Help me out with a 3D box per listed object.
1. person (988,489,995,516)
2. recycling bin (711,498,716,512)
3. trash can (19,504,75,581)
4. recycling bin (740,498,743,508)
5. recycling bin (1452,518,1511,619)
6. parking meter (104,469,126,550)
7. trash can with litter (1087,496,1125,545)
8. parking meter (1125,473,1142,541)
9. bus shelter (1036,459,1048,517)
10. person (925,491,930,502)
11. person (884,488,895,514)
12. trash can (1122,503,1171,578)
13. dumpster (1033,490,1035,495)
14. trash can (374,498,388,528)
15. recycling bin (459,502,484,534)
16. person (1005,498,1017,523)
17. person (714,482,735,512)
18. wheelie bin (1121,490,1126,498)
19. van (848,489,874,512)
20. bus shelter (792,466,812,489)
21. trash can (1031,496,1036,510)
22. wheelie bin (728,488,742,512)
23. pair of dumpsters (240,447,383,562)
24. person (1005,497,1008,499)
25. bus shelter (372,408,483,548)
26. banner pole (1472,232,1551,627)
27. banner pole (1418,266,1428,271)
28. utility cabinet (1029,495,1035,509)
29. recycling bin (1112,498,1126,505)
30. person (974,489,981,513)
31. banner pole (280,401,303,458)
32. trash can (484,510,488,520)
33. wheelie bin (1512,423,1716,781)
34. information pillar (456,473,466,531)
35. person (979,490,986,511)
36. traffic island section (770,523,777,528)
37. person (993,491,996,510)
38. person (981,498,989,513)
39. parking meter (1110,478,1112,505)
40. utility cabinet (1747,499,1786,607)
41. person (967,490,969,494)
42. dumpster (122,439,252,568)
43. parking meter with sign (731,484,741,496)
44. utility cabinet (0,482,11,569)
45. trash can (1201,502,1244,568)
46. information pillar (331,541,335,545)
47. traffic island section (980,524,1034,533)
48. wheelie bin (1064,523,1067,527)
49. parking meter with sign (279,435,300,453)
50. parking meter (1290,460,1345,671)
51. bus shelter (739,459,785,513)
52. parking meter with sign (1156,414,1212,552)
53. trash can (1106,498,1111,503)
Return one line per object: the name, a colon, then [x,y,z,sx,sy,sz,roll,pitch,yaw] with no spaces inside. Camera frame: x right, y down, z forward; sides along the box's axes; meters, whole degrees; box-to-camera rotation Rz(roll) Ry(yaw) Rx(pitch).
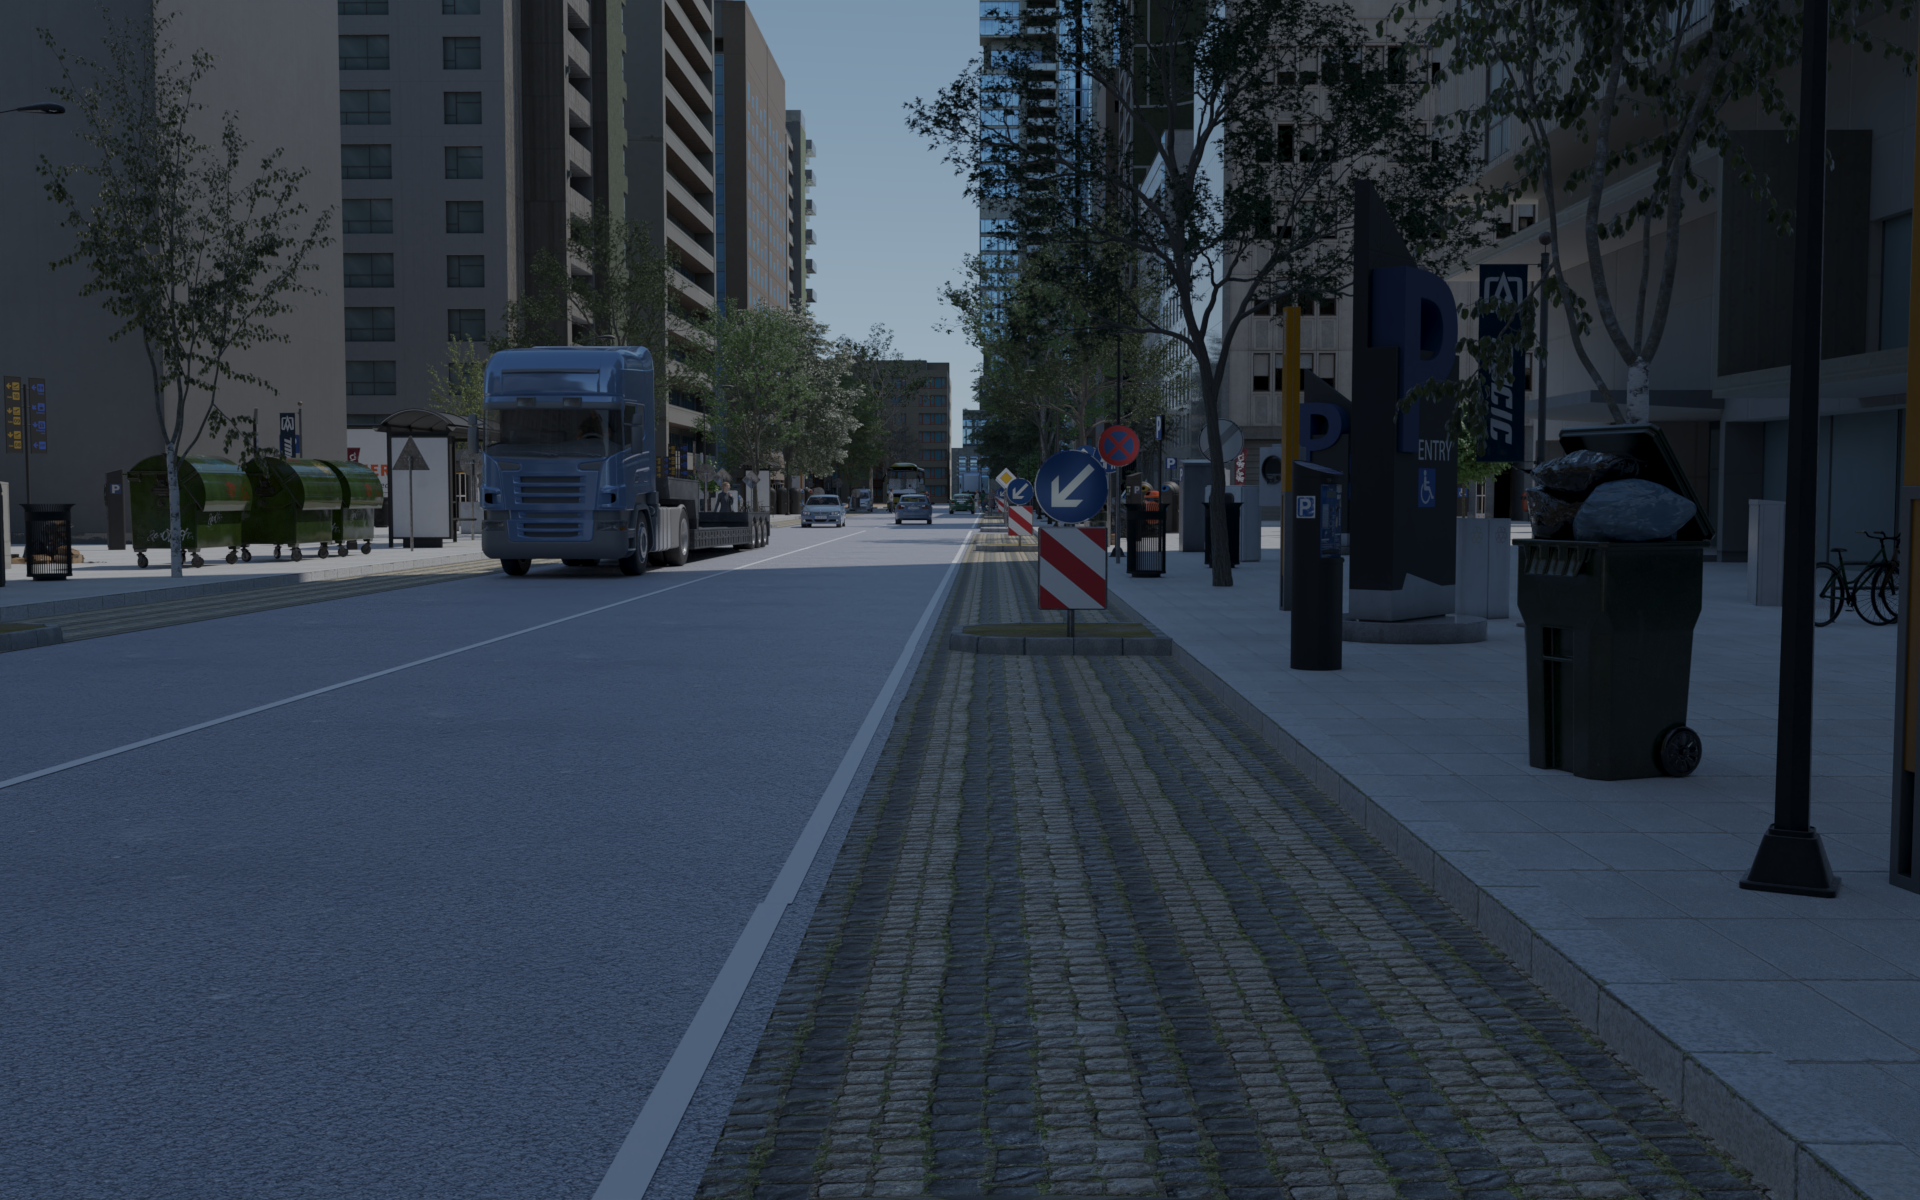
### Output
person: [1.995,-6.212,110.404,0.599,1.781,0.374,-2,4,-30]
recycling bin: [-16.334,-6.390,117.028,0.722,1.027,0.722,2,4,31]
trash can: [-13.517,-0.858,25.686,0.748,1.137,0.748,0,3,0]
recycling bin: [-13.688,-5.667,105.209,0.722,1.027,0.722,3,5,41]
recycling bin: [5.203,-0.332,17.979,0.722,1.027,0.722,-2,4,-31]
parking meter: [-19.360,-2.077,39.665,0.399,1.863,0.255,-2,4,-34]
trash can with litter: [3.531,-1.954,43.337,0.624,1.170,1.055,2,4,34]
parking meter: [4.708,-2.521,46.934,0.399,1.863,0.255,-2,4,-29]
bus shelter: [5.190,-6.079,93.310,2.014,3.302,5.546,0,4,1]
person: [-3.379,-10.553,181.496,0.683,1.767,0.568,0,4,-3]
person: [-5.062,-7.115,124.676,0.795,1.843,0.661,0,4,4]
trash can: [2.873,-0.920,26.688,0.748,1.137,0.748,0,3,0]
dumpster: [6.086,-8.565,145.798,1.264,1.857,1.865,0,4,1]
trash can: [-22.115,-3.333,66.152,0.748,1.137,0.748,0,3,0]
recycling bin: [-15.757,-2.649,55.863,0.722,1.027,0.722,-1,4,-21]
person: [2.545,-4.609,84.205,0.721,1.781,0.623,-3,5,-42]
person: [-6.658,-2.441,48.837,0.534,1.772,0.576,2,4,27]
wheelie bin: [11.997,-7.162,125.005,0.693,1.594,0.980,0,4,-8]
van: [-7.708,-7.833,135.080,2.013,2.044,4.112,0,4,1]
bus shelter: [-11.839,-8.149,127.157,2.014,3.302,5.546,0,4,1]
trash can: [6.127,-7.952,141.669,0.748,1.137,0.748,0,3,0]
wheelie bin: [-11.678,-4.962,89.038,0.980,1.594,0.693,0,4,4]
pair of dumpsters: [-13.023,-1.965,34.618,1.574,2.255,4.437,0,4,1]
person: [3.409,-7.442,130.448,0.793,1.790,0.793,0,4,-3]
bus shelter: [-12.834,-3.046,43.732,2.014,3.302,5.546,0,4,1]
banner pole: [5.354,-1.628,16.629,0.863,3.779,0.401,0,4,0]
banner pole: [4.941,-1.790,19.289,0.401,3.779,0.863,-2,4,-33]
utility cabinet: [5.851,-8.142,144.287,1.020,1.237,0.306,1,4,9]
recycling bin: [9.517,-5.585,103.870,0.722,1.027,0.722,-1,4,-9]
person: [1.297,-7.398,129.813,0.624,1.780,0.694,2,4,28]
banner pole: [-18.014,-3.476,46.847,0.863,3.779,0.401,1,4,13]
trash can: [-13.105,-2.271,48.784,0.748,1.137,0.748,0,3,0]
wheelie bin: [2.992,-0.004,7.976,0.693,1.594,0.980,-1,4,-21]
information pillar: [-17.267,-3.382,59.788,0.304,2.012,0.304,2,4,26]
person: [1.926,-8.227,143.259,0.600,1.795,0.529,-2,4,-31]
traffic island section: [-8.924,-3.163,73.995,2.009,0.180,2.903,0,4,1]
person: [3.119,-9.001,156.602,0.436,1.711,0.756,0,4,7]
person: [1.849,-7.170,131.222,1.012,1.151,0.738,2,4,34]
parking meter: [5.209,-3.425,61.710,0.399,1.863,0.255,0,4,5]
utility cabinet: [9.419,-0.555,20.231,0.306,1.237,1.020,1,4,19]
person: [0.852,-10.201,175.271,0.705,1.826,1.348,-2,4,-30]
dumpster: [-13.676,-1.724,30.679,1.502,2.255,1.985,0,4,1]
parking meter with sign: [-16.637,-8.081,128.392,1.738,3.016,0.543,-1,4,-20]
utility cabinet: [-16.632,-1.258,29.249,1.173,1.500,0.318,1,4,15]
trash can: [4.558,-1.128,30.096,0.748,1.137,0.748,0,3,0]
information pillar: [-16.020,-2.406,43.830,0.304,2.012,0.304,0,4,-4]
traffic island section: [1.775,-2.663,65.816,2.009,0.180,2.903,0,4,1]
wheelie bin: [4.162,-3.370,63.002,0.980,1.594,0.693,2,4,31]
parking meter with sign: [-19.520,-3.283,49.933,0.543,3.016,1.738,0,4,-7]
parking meter: [2.620,-0.262,12.699,0.372,1.533,0.369,0,3,0]
bus shelter: [-11.670,-6.631,102.334,2.014,3.302,5.546,0,4,1]
parking meter with sign: [5.229,-2.568,38.243,1.738,3.016,0.543,0,4,-6]
trash can: [4.808,-2.930,59.567,0.748,1.137,0.748,0,3,0]
